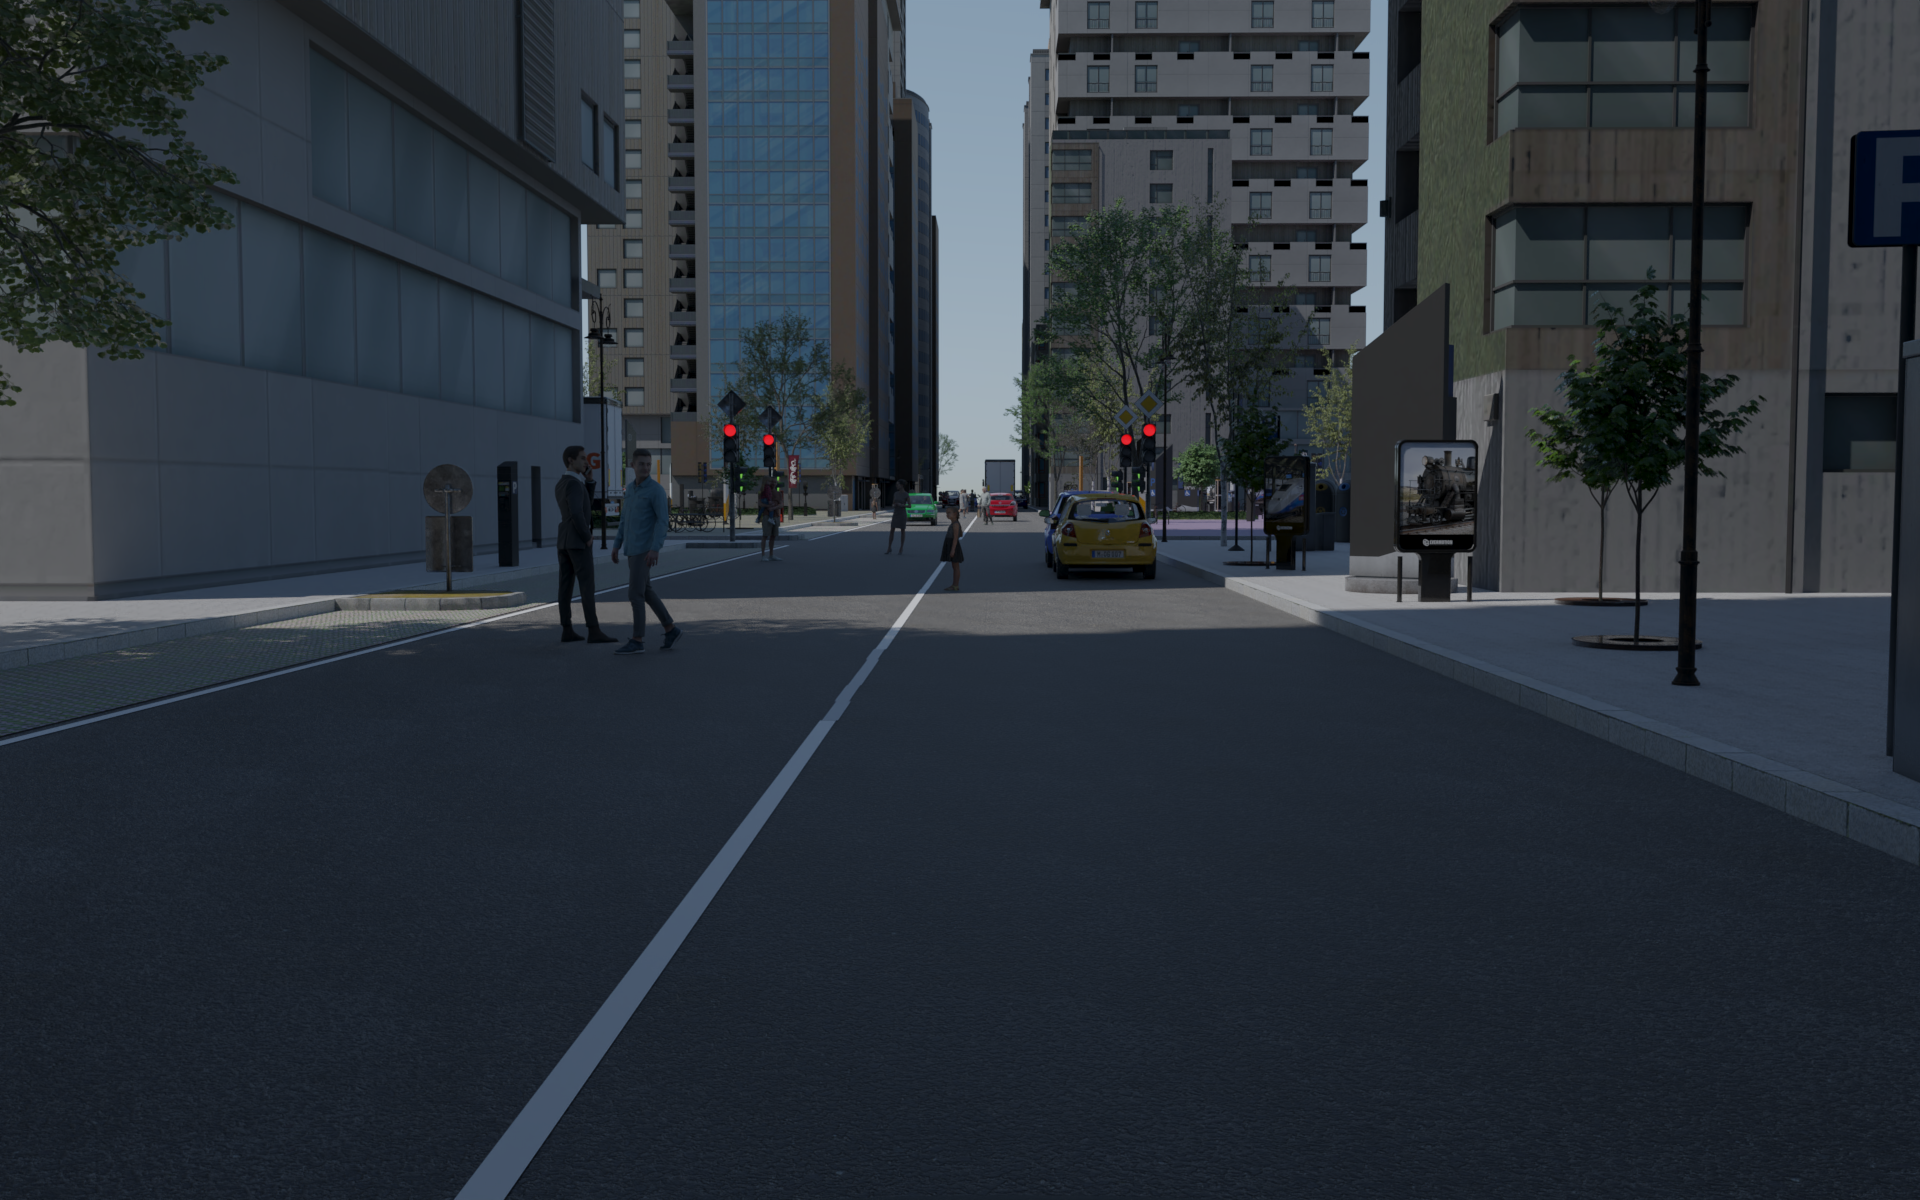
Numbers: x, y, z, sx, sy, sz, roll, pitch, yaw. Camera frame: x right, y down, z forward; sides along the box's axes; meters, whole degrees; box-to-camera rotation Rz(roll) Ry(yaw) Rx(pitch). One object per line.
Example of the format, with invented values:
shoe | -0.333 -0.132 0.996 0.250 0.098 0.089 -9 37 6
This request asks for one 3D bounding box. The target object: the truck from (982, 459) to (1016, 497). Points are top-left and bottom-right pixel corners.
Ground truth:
truck | 3.289 -9.537 144.850 2.839 4.237 11.283 0 4 1

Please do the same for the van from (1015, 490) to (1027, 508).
van | 5.762 -10.203 173.824 2.013 2.044 4.112 0 4 1

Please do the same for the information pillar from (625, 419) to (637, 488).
information pillar | -10.352 -3.861 54.478 0.183 3.616 0.504 2 4 27

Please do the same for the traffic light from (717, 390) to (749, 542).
traffic light | -6.126 -3.531 46.653 0.839 4.253 0.868 0 4 1

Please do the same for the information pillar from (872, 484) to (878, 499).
information pillar | -6.283 -7.550 127.928 0.304 2.012 0.304 -2 4 -32

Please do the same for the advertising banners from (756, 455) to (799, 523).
advertising banners | -8.149 -4.973 77.489 2.074 3.025 0.090 1 4 16

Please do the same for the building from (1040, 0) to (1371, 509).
building | 22.046 -34.934 160.412 28.713 52.752 27.495 0 4 1

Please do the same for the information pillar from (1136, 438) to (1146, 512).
information pillar | 6.788 -4.459 64.256 0.504 3.616 0.183 0 4 3

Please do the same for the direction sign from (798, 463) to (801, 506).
direction sign | -11.717 -8.209 126.213 0.379 3.537 0.876 -1 4 -19

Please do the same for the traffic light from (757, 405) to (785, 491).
traffic light | -5.974 -4.019 54.637 0.839 4.253 0.868 0 4 1

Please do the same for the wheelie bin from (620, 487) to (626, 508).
wheelie bin | -14.203 -4.088 74.742 0.980 1.594 0.693 3 4 38

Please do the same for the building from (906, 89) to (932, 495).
building | -14.996 -43.187 248.101 21.231 58.520 28.212 0 4 1

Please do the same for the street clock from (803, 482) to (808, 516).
street clock | -8.931 -5.844 100.112 0.358 2.002 0.471 0 4 0

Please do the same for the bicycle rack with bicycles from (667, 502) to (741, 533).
bicycle rack with bicycles | -9.352 -2.749 58.326 2.925 0.926 2.852 -2 4 -33

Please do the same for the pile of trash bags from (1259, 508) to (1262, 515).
pile of trash bags | 19.106 -5.826 105.004 3.447 1.369 1.912 1 4 13

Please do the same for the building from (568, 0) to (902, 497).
building | -20.608 -35.605 171.380 28.713 52.752 27.495 0 4 1

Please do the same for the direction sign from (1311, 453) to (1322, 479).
direction sign | 19.746 -6.360 95.983 0.876 3.537 0.379 -3 4 -38

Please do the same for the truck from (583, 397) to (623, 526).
truck | -15.741 -3.793 50.931 11.283 4.237 2.839 0 4 -1

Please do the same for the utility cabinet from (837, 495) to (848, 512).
utility cabinet | -8.712 -7.099 127.234 1.020 1.237 0.306 -3 5 -41

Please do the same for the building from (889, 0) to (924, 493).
building | -15.125 -48.005 223.137 20.563 71.187 20.611 0 4 1

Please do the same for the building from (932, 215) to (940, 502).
building | -10.396 -37.907 269.892 14.600 45.320 14.200 0 4 1

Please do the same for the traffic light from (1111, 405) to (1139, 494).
traffic light | 5.185 -4.007 54.441 0.839 4.253 0.868 0 4 1

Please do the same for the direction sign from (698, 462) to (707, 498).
direction sign | -18.298 -8.016 123.059 0.379 3.537 0.876 3 4 36

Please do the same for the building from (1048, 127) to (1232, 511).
building | 14.165 -22.555 140.475 14.160 30.474 14.107 0 4 1

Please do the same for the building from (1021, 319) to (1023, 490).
building | 17.011 -31.209 281.960 14.160 30.474 14.107 0 4 1

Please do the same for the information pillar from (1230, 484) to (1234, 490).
information pillar | 16.159 -6.815 102.782 0.183 3.616 0.504 -1 4 -12

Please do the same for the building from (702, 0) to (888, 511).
building | -13.557 -30.615 150.661 14.600 45.320 14.200 0 4 1

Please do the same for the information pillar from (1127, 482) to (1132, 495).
information pillar | 10.428 -6.234 106.414 0.304 2.012 0.304 1 4 17

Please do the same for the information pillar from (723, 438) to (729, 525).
information pillar | -9.843 -4.985 72.860 0.183 3.616 0.504 0 4 8

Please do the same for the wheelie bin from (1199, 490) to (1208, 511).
wheelie bin | 17.828 -7.285 127.013 0.980 1.594 0.693 -2 4 -32

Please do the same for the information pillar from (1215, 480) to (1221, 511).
information pillar | 13.367 -5.187 89.302 0.304 2.012 0.304 -1 4 -12

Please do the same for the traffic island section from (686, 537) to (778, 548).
traffic island section | -6.166 -1.499 46.788 2.009 0.180 2.903 0 4 1

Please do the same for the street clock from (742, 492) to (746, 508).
street clock | -16.207 -7.670 129.970 0.358 2.002 0.471 -1 4 -11

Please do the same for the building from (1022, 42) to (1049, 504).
building | 19.627 -42.160 231.315 21.231 58.520 28.212 0 4 1

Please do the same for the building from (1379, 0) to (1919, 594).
building | 14.194 -15.696 28.325 14.160 30.474 14.107 0 4 1

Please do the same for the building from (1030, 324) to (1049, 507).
building | 21.840 -21.131 190.537 27.650 21.520 28.899 0 4 1

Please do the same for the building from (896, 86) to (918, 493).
building | -11.885 -33.179 192.585 14.600 45.320 14.200 0 4 1

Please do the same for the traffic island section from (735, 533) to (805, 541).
traffic island section | -6.014 -1.987 54.772 2.009 0.180 2.903 0 4 1

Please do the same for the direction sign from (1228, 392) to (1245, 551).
direction sign | 6.249 -2.879 39.067 0.379 3.537 0.876 1 4 21

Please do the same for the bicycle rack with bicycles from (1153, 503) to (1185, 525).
bicycle rack with bicycles | 7.646 -3.664 73.295 2.852 0.926 2.925 -1 4 -8

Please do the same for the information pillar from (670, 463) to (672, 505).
information pillar | -21.613 -8.451 129.532 0.183 3.616 0.504 -1 4 -19

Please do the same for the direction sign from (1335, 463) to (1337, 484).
direction sign | 27.619 -8.275 127.294 0.379 3.537 0.876 1 4 16

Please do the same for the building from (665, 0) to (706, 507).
building | -14.584 -29.749 136.505 14.600 45.320 14.200 0 4 1

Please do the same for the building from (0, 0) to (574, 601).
building | -22.323 -27.152 33.181 27.495 52.752 28.713 0 4 1
